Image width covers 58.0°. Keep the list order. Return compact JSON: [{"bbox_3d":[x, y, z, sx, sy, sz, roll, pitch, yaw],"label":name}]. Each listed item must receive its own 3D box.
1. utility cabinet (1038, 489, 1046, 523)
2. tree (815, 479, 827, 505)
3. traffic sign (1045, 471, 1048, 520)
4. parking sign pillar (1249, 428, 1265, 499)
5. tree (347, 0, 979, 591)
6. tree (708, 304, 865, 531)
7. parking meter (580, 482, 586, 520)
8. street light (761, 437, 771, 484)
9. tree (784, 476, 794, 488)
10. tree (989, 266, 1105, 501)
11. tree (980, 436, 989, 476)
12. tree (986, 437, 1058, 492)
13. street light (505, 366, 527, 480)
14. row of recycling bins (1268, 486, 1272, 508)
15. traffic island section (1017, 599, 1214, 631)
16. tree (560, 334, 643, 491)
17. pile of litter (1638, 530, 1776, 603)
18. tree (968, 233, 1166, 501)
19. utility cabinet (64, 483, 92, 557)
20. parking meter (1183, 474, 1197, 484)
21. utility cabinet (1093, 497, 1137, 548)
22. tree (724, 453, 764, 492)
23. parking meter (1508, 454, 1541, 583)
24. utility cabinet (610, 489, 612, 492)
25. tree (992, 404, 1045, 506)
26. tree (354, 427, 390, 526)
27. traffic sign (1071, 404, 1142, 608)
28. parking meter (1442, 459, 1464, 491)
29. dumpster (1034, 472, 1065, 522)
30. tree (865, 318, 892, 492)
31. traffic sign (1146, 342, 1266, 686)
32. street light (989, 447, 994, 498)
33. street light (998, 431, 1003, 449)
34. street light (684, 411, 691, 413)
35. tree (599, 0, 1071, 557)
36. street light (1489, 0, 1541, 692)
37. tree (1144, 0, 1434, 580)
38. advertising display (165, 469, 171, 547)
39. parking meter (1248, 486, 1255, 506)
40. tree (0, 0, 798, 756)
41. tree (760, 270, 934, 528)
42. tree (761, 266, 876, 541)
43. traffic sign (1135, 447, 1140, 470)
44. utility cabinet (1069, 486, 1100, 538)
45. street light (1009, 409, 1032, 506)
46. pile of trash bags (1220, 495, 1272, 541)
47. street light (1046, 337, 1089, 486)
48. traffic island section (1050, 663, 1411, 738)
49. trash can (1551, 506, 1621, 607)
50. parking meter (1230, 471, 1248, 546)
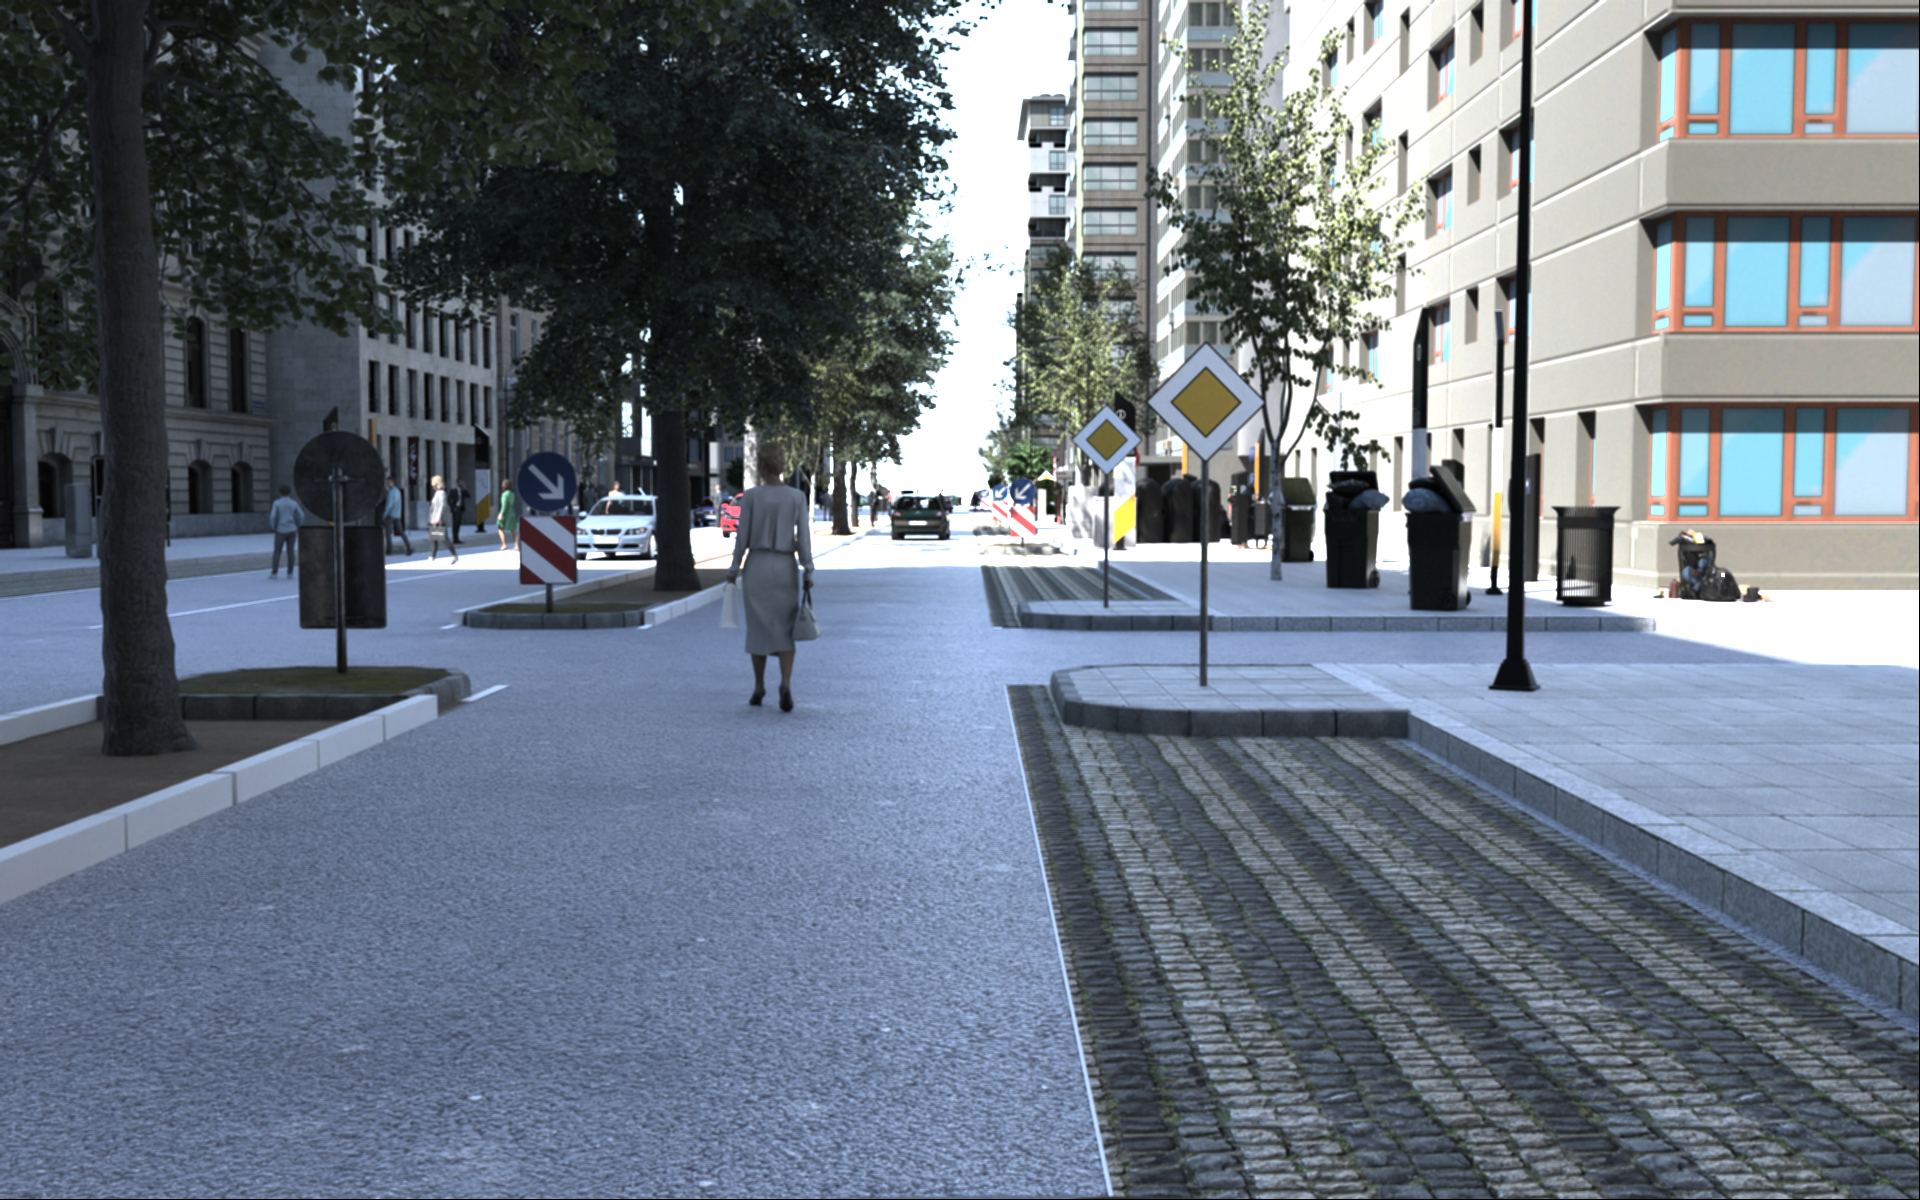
[{"bbox_3d":[3.635,-4.152,76.570,0.318,1.500,1.173,0,4,0],"label":"utility cabinet"},{"bbox_3d":[-16.211,-12.873,205.080,1.663,3.219,1.824,0,3,0],"label":"tree"},{"bbox_3d":[4.271,-5.170,85.714,0.795,2.450,0.064,1,4,9],"label":"traffic sign"},{"bbox_3d":[12.069,-5.012,70.415,1.447,3.967,1.447,1,4,19],"label":"parking sign pillar"},{"bbox_3d":[-4.189,-7.098,25.161,9.857,13.997,8.962,0,3,0],"label":"tree"},{"bbox_3d":[-4.757,-5.727,46.458,4.360,8.622,3.978,0,3,0],"label":"tree"},{"bbox_3d":[-18.710,-4.929,86.306,0.399,1.863,0.255,-2,4,-34],"label":"parking meter"},{"bbox_3d":[-15.447,-10.220,139.633,1.470,5.913,1.316,0,4,0],"label":"street light"},{"bbox_3d":[-16.228,-10.030,158.593,1.663,3.219,1.824,0,3,0],"label":"tree"},{"bbox_3d":[3.893,-6.426,55.434,4.737,8.622,4.395,0,3,0],"label":"tree"},{"bbox_3d":[4.210,-13.059,163.871,4.737,8.622,4.395,0,3,0],"label":"tree"},{"bbox_3d":[3.974,-7.007,98.284,4.285,4.588,4.351,0,3,0],"label":"tree"},{"bbox_3d":[-15.747,-5.486,62.244,1.470,5.913,1.316,0,4,0],"label":"street light"},{"bbox_3d":[12.150,-3.136,58.386,3.534,1.692,1.069,1,4,19],"label":"row of recycling bins"},{"bbox_3d":[1.670,0.165,19.586,2.009,0.180,2.903,0,4,0],"label":"traffic island section"},{"bbox_3d":[-16.125,-7.670,75.772,4.737,8.622,4.395,0,3,0],"label":"tree"},{"bbox_3d":[9.093,-0.435,21.082,1.176,0.858,1.719,-1,4,-14],"label":"pile of litter"},{"bbox_3d":[4.272,-7.829,62.420,7.601,10.594,8.767,0,4,6],"label":"tree"},{"bbox_3d":[-17.894,-1.616,35.106,0.318,1.500,1.173,-3,4,-36],"label":"utility cabinet"},{"bbox_3d":[6.545,-2.667,49.317,0.255,1.863,0.399,-2,4,-31],"label":"parking meter"},{"bbox_3d":[3.700,-1.851,41.426,1.020,1.237,0.306,-1,4,-10],"label":"utility cabinet"},{"bbox_3d":[-16.766,-9.260,135.118,4.285,4.588,4.351,0,3,0],"label":"tree"},{"bbox_3d":[8.212,-1.193,25.223,0.399,1.863,0.255,3,4,37],"label":"parking meter"},{"bbox_3d":[-16.084,-4.361,79.982,0.318,1.500,1.173,-1,4,-22],"label":"utility cabinet"},{"bbox_3d":[4.288,-11.087,131.632,4.360,8.622,3.978,0,3,0],"label":"tree"},{"bbox_3d":[-17.363,-3.400,50.188,1.663,3.219,1.824,0,3,0],"label":"tree"},{"bbox_3d":[1.647,-0.970,19.509,0.795,2.450,0.064,0,4,0],"label":"traffic sign"},{"bbox_3d":[8.381,-1.454,29.483,0.255,1.863,0.399,3,5,42],"label":"parking meter"},{"bbox_3d":[3.952,-4.641,78.372,1.502,2.255,1.985,0,4,0],"label":"dumpster"},{"bbox_3d":[-4.226,-6.960,66.610,4.360,8.622,3.978,0,3,0],"label":"tree"},{"bbox_3d":[1.625,-0.482,11.524,0.795,2.450,0.064,0,4,0],"label":"traffic sign"},{"bbox_3d":[3.495,-12.114,170.600,1.470,5.913,1.316,0,4,0],"label":"street light"},{"bbox_3d":[3.492,-9.464,127.277,1.470,5.913,1.316,0,4,0],"label":"street light"},{"bbox_3d":[-15.635,-7.580,96.468,1.470,5.913,1.316,0,4,0],"label":"street light"},{"bbox_3d":[-3.445,-10.959,37.533,12.611,20.169,13.585,0,3,0],"label":"tree"},{"bbox_3d":[3.118,-2.368,11.252,1.470,5.913,1.316,0,4,0],"label":"street light"},{"bbox_3d":[4.712,-4.590,25.412,4.737,8.622,4.395,0,3,0],"label":"tree"},{"bbox_3d":[-19.726,-2.256,42.094,0.974,1.923,0.123,-2,4,-32],"label":"advertising display"},{"bbox_3d":[8.809,-2.717,52.829,0.372,1.533,0.369,0,3,0],"label":"parking meter"},{"bbox_3d":[-4.420,-5.396,8.803,7.486,12.596,7.792,0,3,0],"label":"tree"},{"bbox_3d":[-4.605,-8.901,73.749,9.928,11.665,9.643,0,3,0],"label":"tree"},{"bbox_3d":[-4.470,-6.068,52.032,4.737,8.622,4.395,0,3,0],"label":"tree"},{"bbox_3d":[4.120,-2.642,43.305,0.768,2.556,0.104,0,4,6],"label":"traffic sign"},{"bbox_3d":[3.705,-2.490,49.391,1.173,1.500,0.318,1,4,13],"label":"utility cabinet"},{"bbox_3d":[3.337,-7.440,94.178,1.470,5.913,1.316,0,4,0],"label":"street light"},{"bbox_3d":[7.885,-2.418,49.287,1.912,1.369,3.447,0,4,5],"label":"pile of trash bags"},{"bbox_3d":[3.248,-4.820,51.340,1.470,5.913,1.316,0,4,0],"label":"street light"},{"bbox_3d":[1.648,0.653,11.601,2.009,0.180,2.903,0,4,0],"label":"traffic island section"},{"bbox_3d":[7.154,-0.500,19.834,0.748,1.137,0.748,0,3,0],"label":"trash can"},{"bbox_3d":[6.948,-2.286,43.090,0.399,1.863,0.255,-2,4,-30],"label":"parking meter"}]
